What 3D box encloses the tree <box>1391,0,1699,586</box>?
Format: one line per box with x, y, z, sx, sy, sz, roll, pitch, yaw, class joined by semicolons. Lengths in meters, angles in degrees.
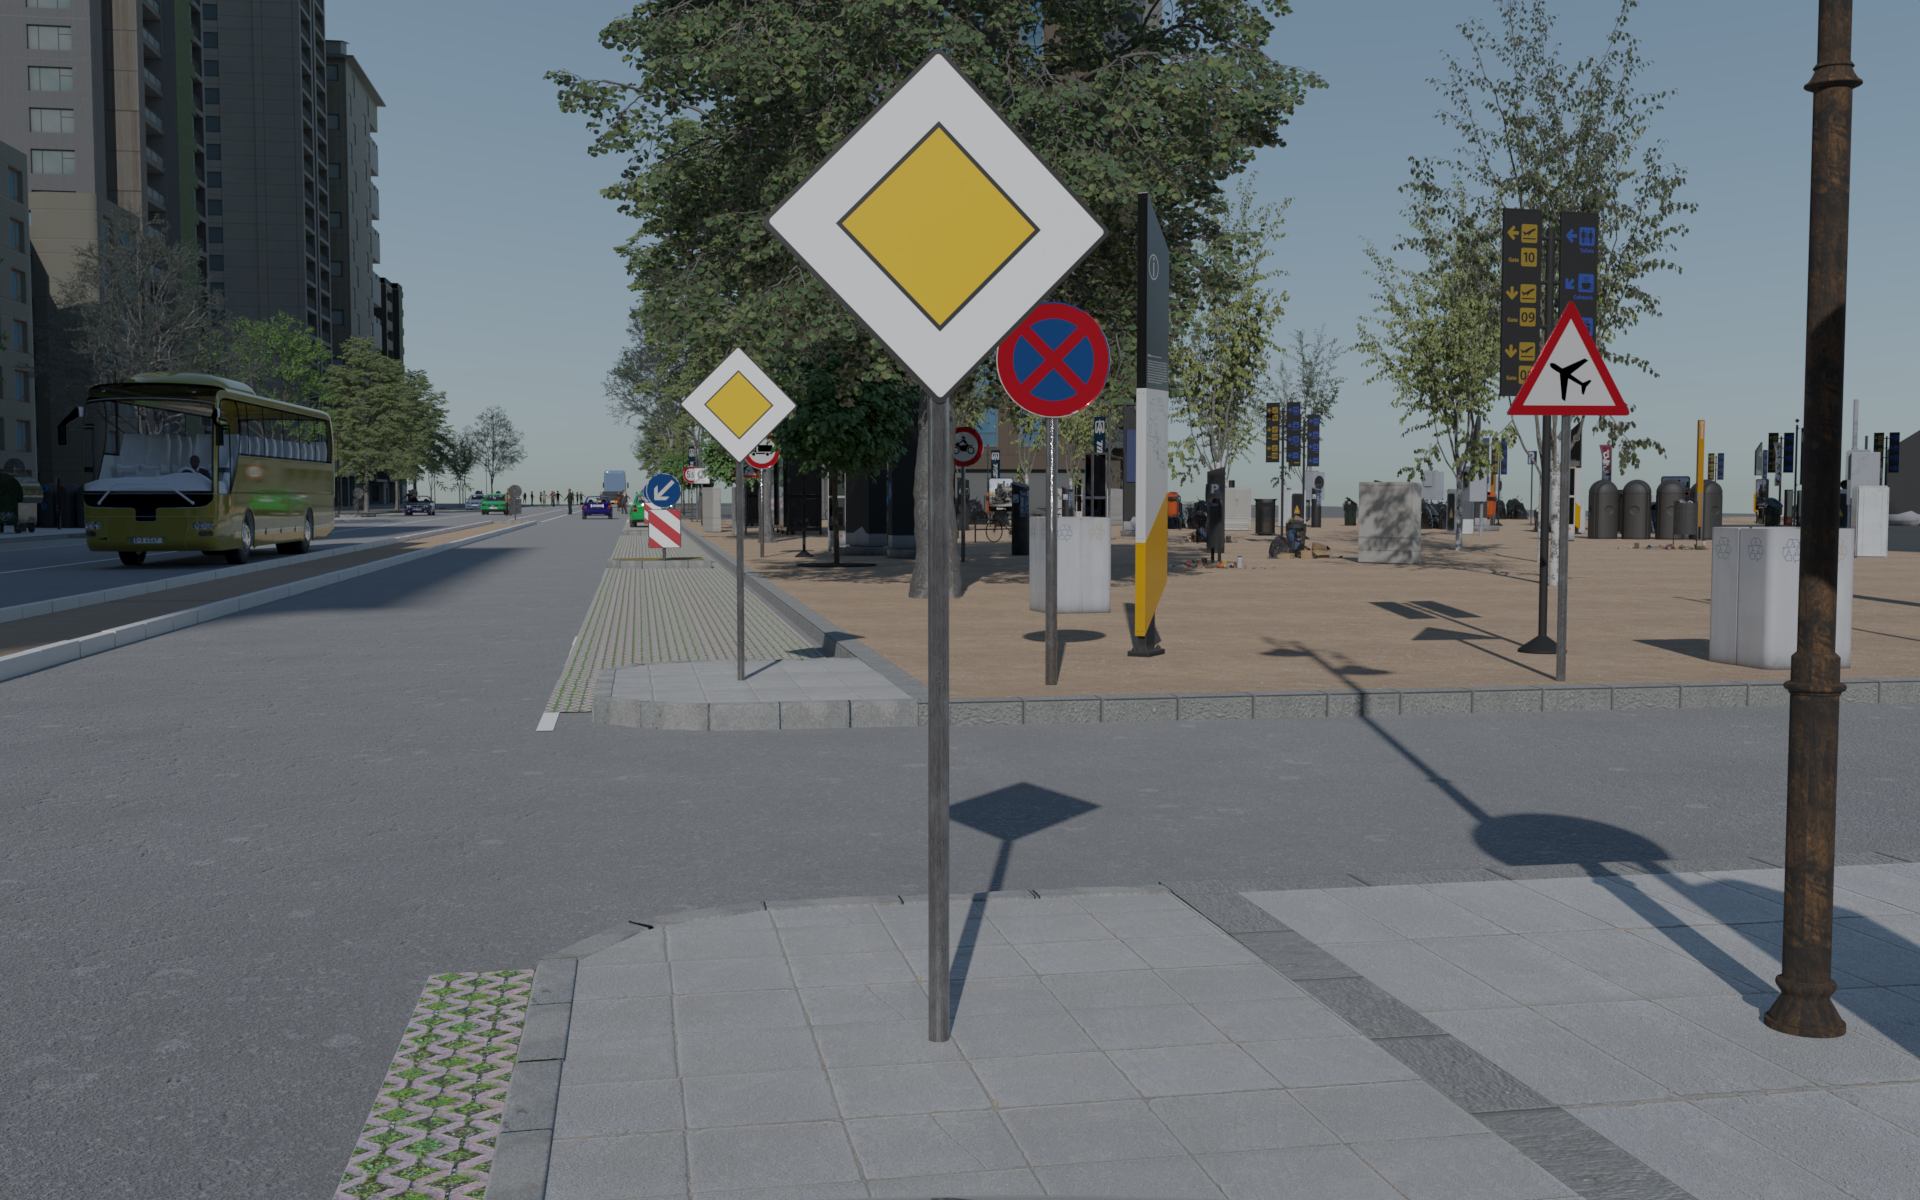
8.183;-4.491;23.798;4.360;8.622;3.978;0;3;0;tree

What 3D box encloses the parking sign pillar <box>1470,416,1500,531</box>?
18.051;-4.390;60.242;1.447;3.967;1.447;0;4;8;parking sign pillar

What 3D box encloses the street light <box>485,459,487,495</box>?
-60.354;-15.165;220.737;0.468;5.910;1.993;-1;4;-10;street light

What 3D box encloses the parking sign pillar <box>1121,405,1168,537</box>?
5.596;-3.913;52.443;1.447;3.967;1.447;0;4;0;parking sign pillar

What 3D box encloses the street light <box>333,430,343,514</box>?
-40.288;-8.525;112.177;0.468;5.910;1.993;-1;4;-10;street light

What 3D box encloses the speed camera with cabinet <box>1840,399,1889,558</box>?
18.636;-2.521;35.551;0.660;3.252;2.038;1;4;21;speed camera with cabinet

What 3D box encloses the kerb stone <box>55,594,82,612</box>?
-11.048;0.056;21.294;0.120;0.150;1.000;-1;4;-10;kerb stone

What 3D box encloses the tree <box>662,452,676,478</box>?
-8.326;-4.976;65.074;4.285;4.588;4.351;0;3;0;tree

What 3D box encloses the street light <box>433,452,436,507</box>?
-50.207;-11.785;165.471;0.468;5.910;1.993;-1;4;-10;street light

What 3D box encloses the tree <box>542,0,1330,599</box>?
-0.193;-7.005;21.180;9.857;13.997;8.962;0;3;0;tree

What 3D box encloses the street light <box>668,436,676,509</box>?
-22.025;-9.825;133.419;0.468;5.910;1.993;-1;4;-10;street light

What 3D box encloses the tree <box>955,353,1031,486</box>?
-0.077;-7.850;78.704;4.737;8.622;4.395;0;3;0;tree

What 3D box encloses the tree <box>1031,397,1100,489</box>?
5.304;-7.876;79.132;4.737;8.622;4.395;0;3;0;tree

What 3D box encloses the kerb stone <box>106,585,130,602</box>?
-11.418;-0.068;23.304;0.120;0.150;1.000;-1;4;-10;kerb stone

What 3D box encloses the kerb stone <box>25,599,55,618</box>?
-10.867;0.119;20.284;0.120;0.150;1.000;-1;4;-10;kerb stone

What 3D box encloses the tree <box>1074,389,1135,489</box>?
6.871;-8.281;85.753;4.360;8.622;3.978;0;3;0;tree

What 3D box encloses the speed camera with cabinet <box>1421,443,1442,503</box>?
18.813;-4.431;66.777;0.660;3.252;2.038;-3;5;-39;speed camera with cabinet

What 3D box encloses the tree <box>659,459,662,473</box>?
-18.939;-8.222;118.145;4.285;4.588;4.351;0;3;0;tree

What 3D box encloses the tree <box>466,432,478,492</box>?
-58.537;-15.465;203.210;4.737;8.622;4.395;0;3;0;tree

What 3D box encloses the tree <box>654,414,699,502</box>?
-24.215;-12.178;149.479;4.737;8.622;4.395;0;3;0;tree

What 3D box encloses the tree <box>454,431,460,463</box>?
-49.313;-14.597;156.790;7.486;12.596;7.792;0;3;0;tree

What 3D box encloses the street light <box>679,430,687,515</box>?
-16.892;-8.137;105.827;0.468;5.910;1.993;-1;4;-10;street light

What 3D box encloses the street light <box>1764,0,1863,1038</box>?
2.033;-1.908;3.989;0.468;5.910;1.993;-1;4;-10;street light

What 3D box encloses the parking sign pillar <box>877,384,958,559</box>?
-0.771;-2.830;34.746;1.447;3.967;1.447;-1;4;-13;parking sign pillar

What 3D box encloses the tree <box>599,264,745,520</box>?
-12.978;-10.807;87.058;12.009;13.543;11.850;0;3;0;tree

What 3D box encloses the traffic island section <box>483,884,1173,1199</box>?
-0.031;1.113;4.091;2.009;0.180;2.903;-1;4;-10;traffic island section

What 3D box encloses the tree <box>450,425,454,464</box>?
-47.728;-13.941;146.064;7.486;12.596;7.792;0;3;0;tree

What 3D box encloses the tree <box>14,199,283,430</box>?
-34.214;-9.954;73.121;12.009;13.543;11.850;0;3;0;tree

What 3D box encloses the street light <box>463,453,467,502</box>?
-55.191;-13.474;193.090;0.468;5.910;1.993;-1;4;-10;street light

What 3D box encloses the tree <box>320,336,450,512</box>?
-42.502;-12.621;124.472;7.486;12.596;7.792;0;3;0;tree

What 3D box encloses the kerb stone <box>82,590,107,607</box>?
-11.234;-0.004;22.299;0.120;0.150;1.000;-1;4;-10;kerb stone

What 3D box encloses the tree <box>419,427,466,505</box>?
-51.754;-13.418;169.745;4.737;8.622;4.395;0;3;0;tree

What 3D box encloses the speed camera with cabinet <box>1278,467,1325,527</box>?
13.322;-4.474;67.479;2.038;3.252;0.660;-3;4;-37;speed camera with cabinet

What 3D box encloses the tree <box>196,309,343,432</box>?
-39.102;-10.585;98.818;9.928;11.665;9.643;0;3;0;tree

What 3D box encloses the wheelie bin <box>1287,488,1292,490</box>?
16.125;-4.715;85.005;0.693;1.594;0.980;2;4;25;wheelie bin

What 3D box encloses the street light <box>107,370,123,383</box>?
-31.333;-5.603;64.399;0.468;5.910;1.993;-1;4;-10;street light

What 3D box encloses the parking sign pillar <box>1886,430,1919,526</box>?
38.396;-5.014;70.453;1.447;3.967;1.447;1;4;17;parking sign pillar

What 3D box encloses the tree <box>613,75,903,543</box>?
-5.108;-7.756;44.936;7.486;12.596;7.792;0;3;0;tree

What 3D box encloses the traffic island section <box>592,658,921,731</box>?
-1.488;0.632;11.942;2.009;0.180;2.903;-1;4;-10;traffic island section

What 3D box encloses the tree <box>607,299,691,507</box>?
-30.052;-19.271;170.971;12.611;20.169;13.585;0;3;0;tree

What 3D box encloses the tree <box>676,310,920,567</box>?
-2.138;-2.885;30.878;4.285;4.588;4.351;0;3;0;tree

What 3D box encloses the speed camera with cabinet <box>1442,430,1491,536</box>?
15.836;-3.658;54.149;0.660;3.252;2.038;0;4;-3;speed camera with cabinet

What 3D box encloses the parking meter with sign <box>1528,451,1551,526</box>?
23.875;-4.516;70.090;1.738;3.016;0.543;-1;4;-14;parking meter with sign

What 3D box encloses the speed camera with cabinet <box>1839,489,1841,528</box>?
30.009;-3.919;58.407;2.038;3.252;0.660;0;4;-8;speed camera with cabinet

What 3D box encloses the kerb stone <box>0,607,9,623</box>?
-10.680;0.178;19.278;0.120;0.150;1.000;-1;4;-10;kerb stone

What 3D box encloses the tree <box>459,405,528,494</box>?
-63.708;-19.896;235.662;12.009;13.543;11.850;0;3;0;tree

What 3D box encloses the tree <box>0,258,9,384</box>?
-29.104;-6.049;49.272;4.737;8.622;4.395;0;3;0;tree

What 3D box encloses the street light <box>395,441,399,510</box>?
-45.407;-10.218;139.859;0.468;5.910;1.993;-1;4;-10;street light

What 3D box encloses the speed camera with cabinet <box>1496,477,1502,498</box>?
28.252;-5.967;91.894;0.660;3.252;2.038;2;4;30;speed camera with cabinet

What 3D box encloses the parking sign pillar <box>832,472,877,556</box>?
-1.990;-2.940;36.548;1.447;3.967;1.447;-2;4;-26;parking sign pillar
